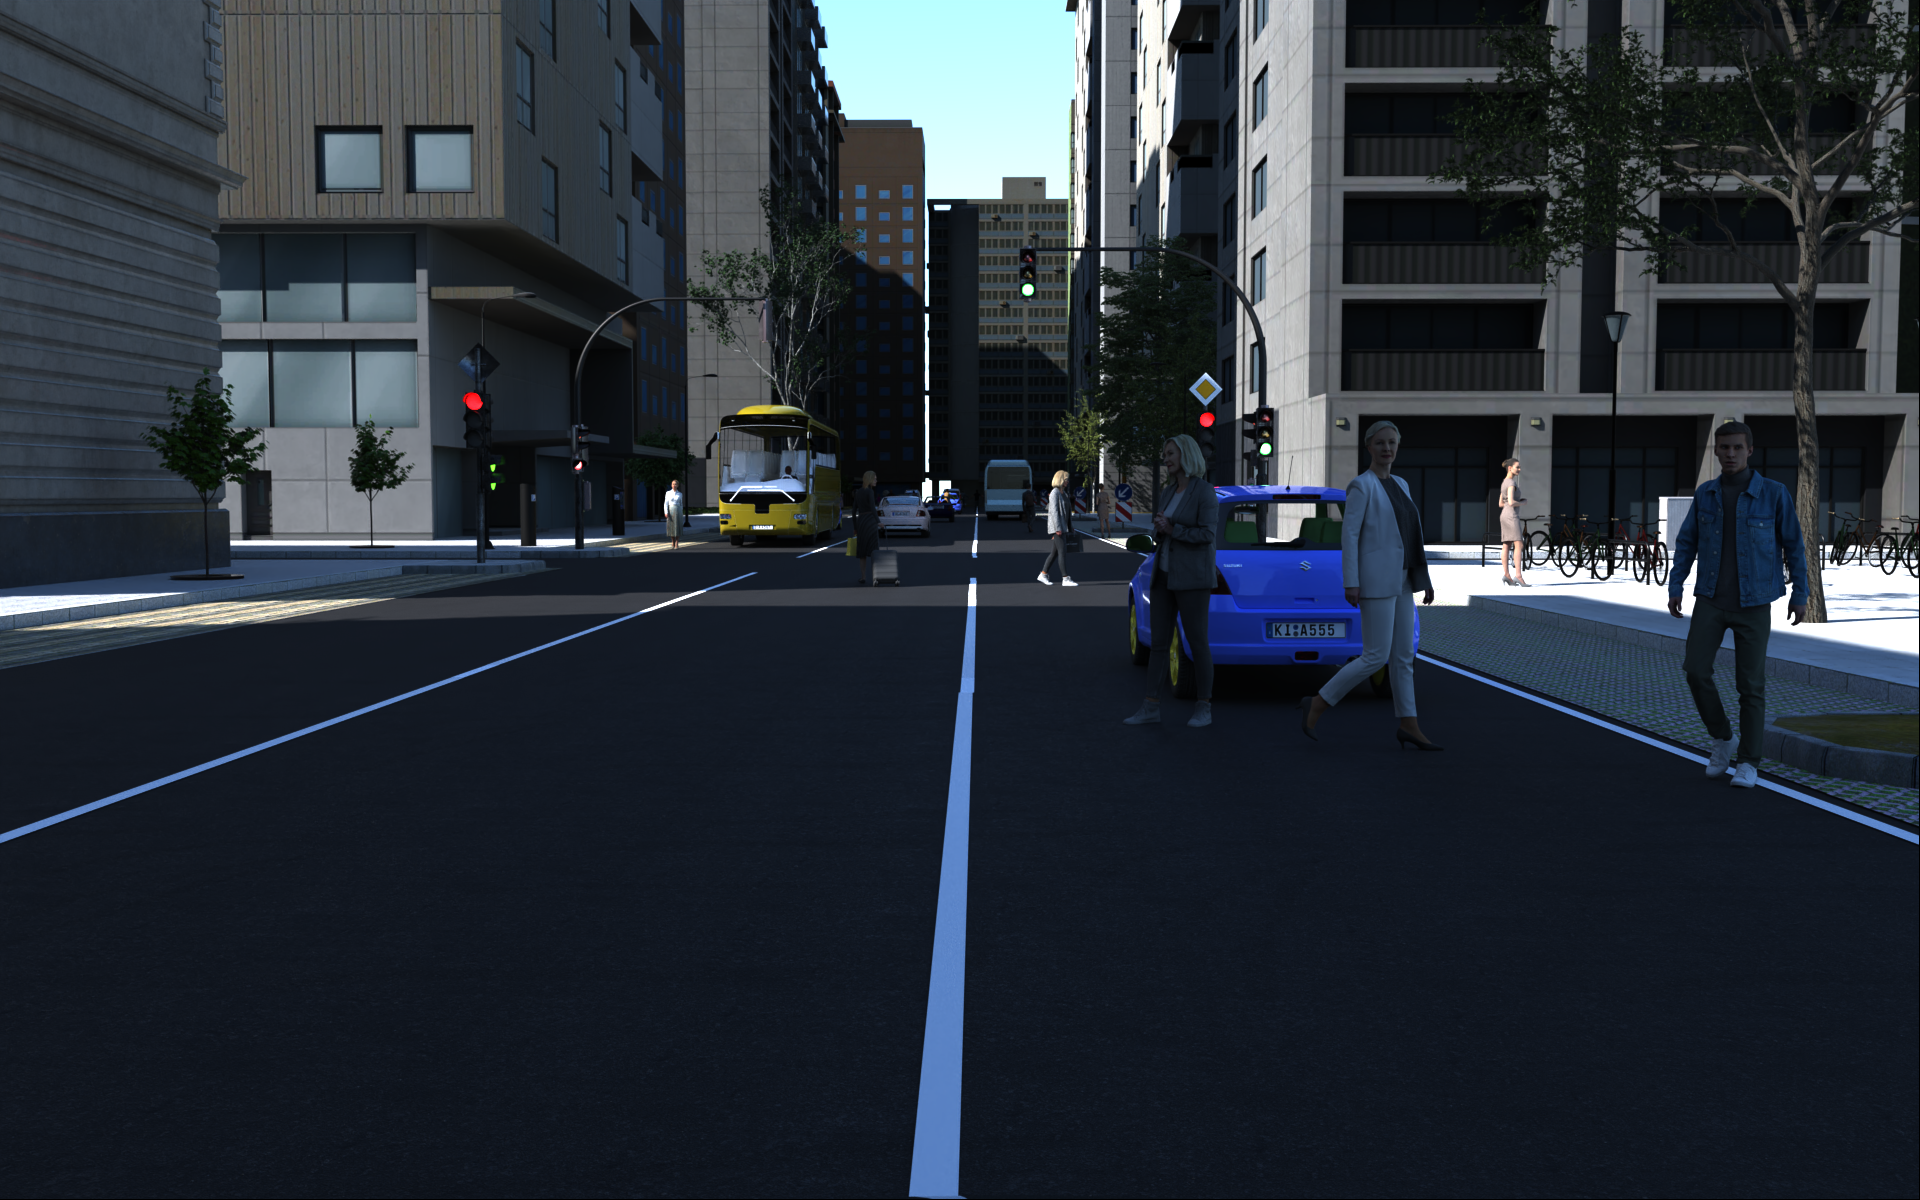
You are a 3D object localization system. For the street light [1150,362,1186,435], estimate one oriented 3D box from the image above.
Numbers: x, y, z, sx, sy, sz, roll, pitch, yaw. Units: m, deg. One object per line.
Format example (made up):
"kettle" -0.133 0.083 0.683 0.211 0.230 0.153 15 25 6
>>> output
"street light" 7.384 -5.417 61.117 1.470 5.913 1.316 0 4 1

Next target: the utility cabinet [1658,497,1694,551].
"utility cabinet" 16.347 -1.717 39.230 1.020 1.237 0.306 -1 4 -17

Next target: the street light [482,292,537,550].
"street light" -10.453 -4.129 40.058 1.470 5.913 1.316 0 4 1

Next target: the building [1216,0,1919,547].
"building" 19.291 -37.426 50.160 20.611 71.187 20.563 0 4 1

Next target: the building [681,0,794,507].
"building" -20.525 -41.965 124.378 20.563 71.187 20.611 0 4 1

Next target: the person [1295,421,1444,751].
"person" 2.321 -0.085 9.764 0.818 1.842 0.514 2 4 27

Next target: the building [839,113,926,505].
"building" -11.347 -34.057 206.938 14.200 45.320 14.600 0 4 1

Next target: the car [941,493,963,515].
"car" -0.755 -6.883 122.134 1.945 1.707 3.694 0 4 -1

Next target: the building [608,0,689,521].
"building" -21.971 -26.749 87.455 14.600 45.320 14.200 0 4 1

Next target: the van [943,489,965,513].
"van" -0.641 -7.835 135.106 2.013 2.044 4.112 0 4 0

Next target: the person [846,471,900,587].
"person" -1.391 -1.136 27.292 0.699 1.804 1.509 -1 4 -10

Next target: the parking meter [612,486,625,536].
"parking meter" -10.601 -2.772 53.739 0.372 1.533 0.369 0 3 0

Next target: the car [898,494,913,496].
"car" -4.520 -8.045 143.330 2.131 1.459 4.920 0 4 1

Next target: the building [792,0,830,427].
"building" -23.210 -32.493 150.864 23.786 49.044 30.456 0 4 1

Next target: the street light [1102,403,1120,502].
"street light" 7.593 -7.077 88.248 1.470 5.913 1.316 0 4 1

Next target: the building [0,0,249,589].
"building" -22.167 -12.007 25.196 19.941 23.489 11.050 0 4 1

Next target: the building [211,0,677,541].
"building" -25.482 -28.699 58.470 28.713 52.752 27.495 0 4 1

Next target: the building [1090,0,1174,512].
"building" 20.642 -36.148 133.022 21.231 58.520 28.212 0 4 1

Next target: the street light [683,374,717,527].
"street light" -10.062 -5.780 67.043 1.470 5.913 1.316 0 4 1

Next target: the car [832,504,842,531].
"car" -5.669 -3.620 68.782 1.945 1.707 3.694 0 4 2

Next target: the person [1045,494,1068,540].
"person" 2.980 -2.746 53.754 0.716 1.782 0.532 1 4 20

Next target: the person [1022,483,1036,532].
"person" 2.596 -3.464 65.095 0.622 1.834 0.822 2 4 24

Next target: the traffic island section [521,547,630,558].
"traffic island section" -8.864 -1.101 40.285 2.009 0.180 2.903 0 4 1

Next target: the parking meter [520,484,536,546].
"parking meter" -10.631 -2.094 42.641 0.372 1.533 0.369 0 3 0

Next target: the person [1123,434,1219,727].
"person" 1.344 -0.121 10.669 0.526 1.800 0.537 -2 4 -27

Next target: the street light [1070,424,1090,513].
"street light" 7.947 -8.691 114.642 1.470 5.913 1.316 0 4 1

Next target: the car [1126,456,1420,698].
"car" 2.299 -0.237 13.460 1.945 1.707 3.694 0 4 -1

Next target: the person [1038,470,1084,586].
"person" 1.574 -1.130 27.158 0.728 1.800 0.709 2 4 26

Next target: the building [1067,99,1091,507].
"building" 18.319 -30.527 182.709 14.154 41.232 14.086 0 4 1

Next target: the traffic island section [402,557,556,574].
"traffic island section" -8.949 -0.613 32.301 2.009 0.180 2.903 0 4 1

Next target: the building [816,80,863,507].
"building" -25.153 -32.053 178.690 28.867 44.769 22.147 0 4 1

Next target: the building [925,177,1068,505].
"building" 7.833 -31.989 214.902 23.993 40.220 32.217 0 4 1

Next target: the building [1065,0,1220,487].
"building" 24.796 -35.003 161.536 28.713 52.752 27.495 0 4 1

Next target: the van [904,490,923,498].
"van" -4.471 -9.415 160.940 2.013 2.044 4.112 0 4 -1

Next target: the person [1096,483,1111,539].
"person" 4.612 -2.872 55.805 0.599 1.781 0.374 -1 4 -20

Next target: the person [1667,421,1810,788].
"person" 3.841 0.017 8.564 0.601 1.785 0.444 3 5 44

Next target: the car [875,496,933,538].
"car" -1.941 -2.817 58.422 2.083 1.381 4.827 0 4 0

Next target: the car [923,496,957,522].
"car" -1.151 -4.708 89.561 1.945 1.354 3.894 0 4 0
